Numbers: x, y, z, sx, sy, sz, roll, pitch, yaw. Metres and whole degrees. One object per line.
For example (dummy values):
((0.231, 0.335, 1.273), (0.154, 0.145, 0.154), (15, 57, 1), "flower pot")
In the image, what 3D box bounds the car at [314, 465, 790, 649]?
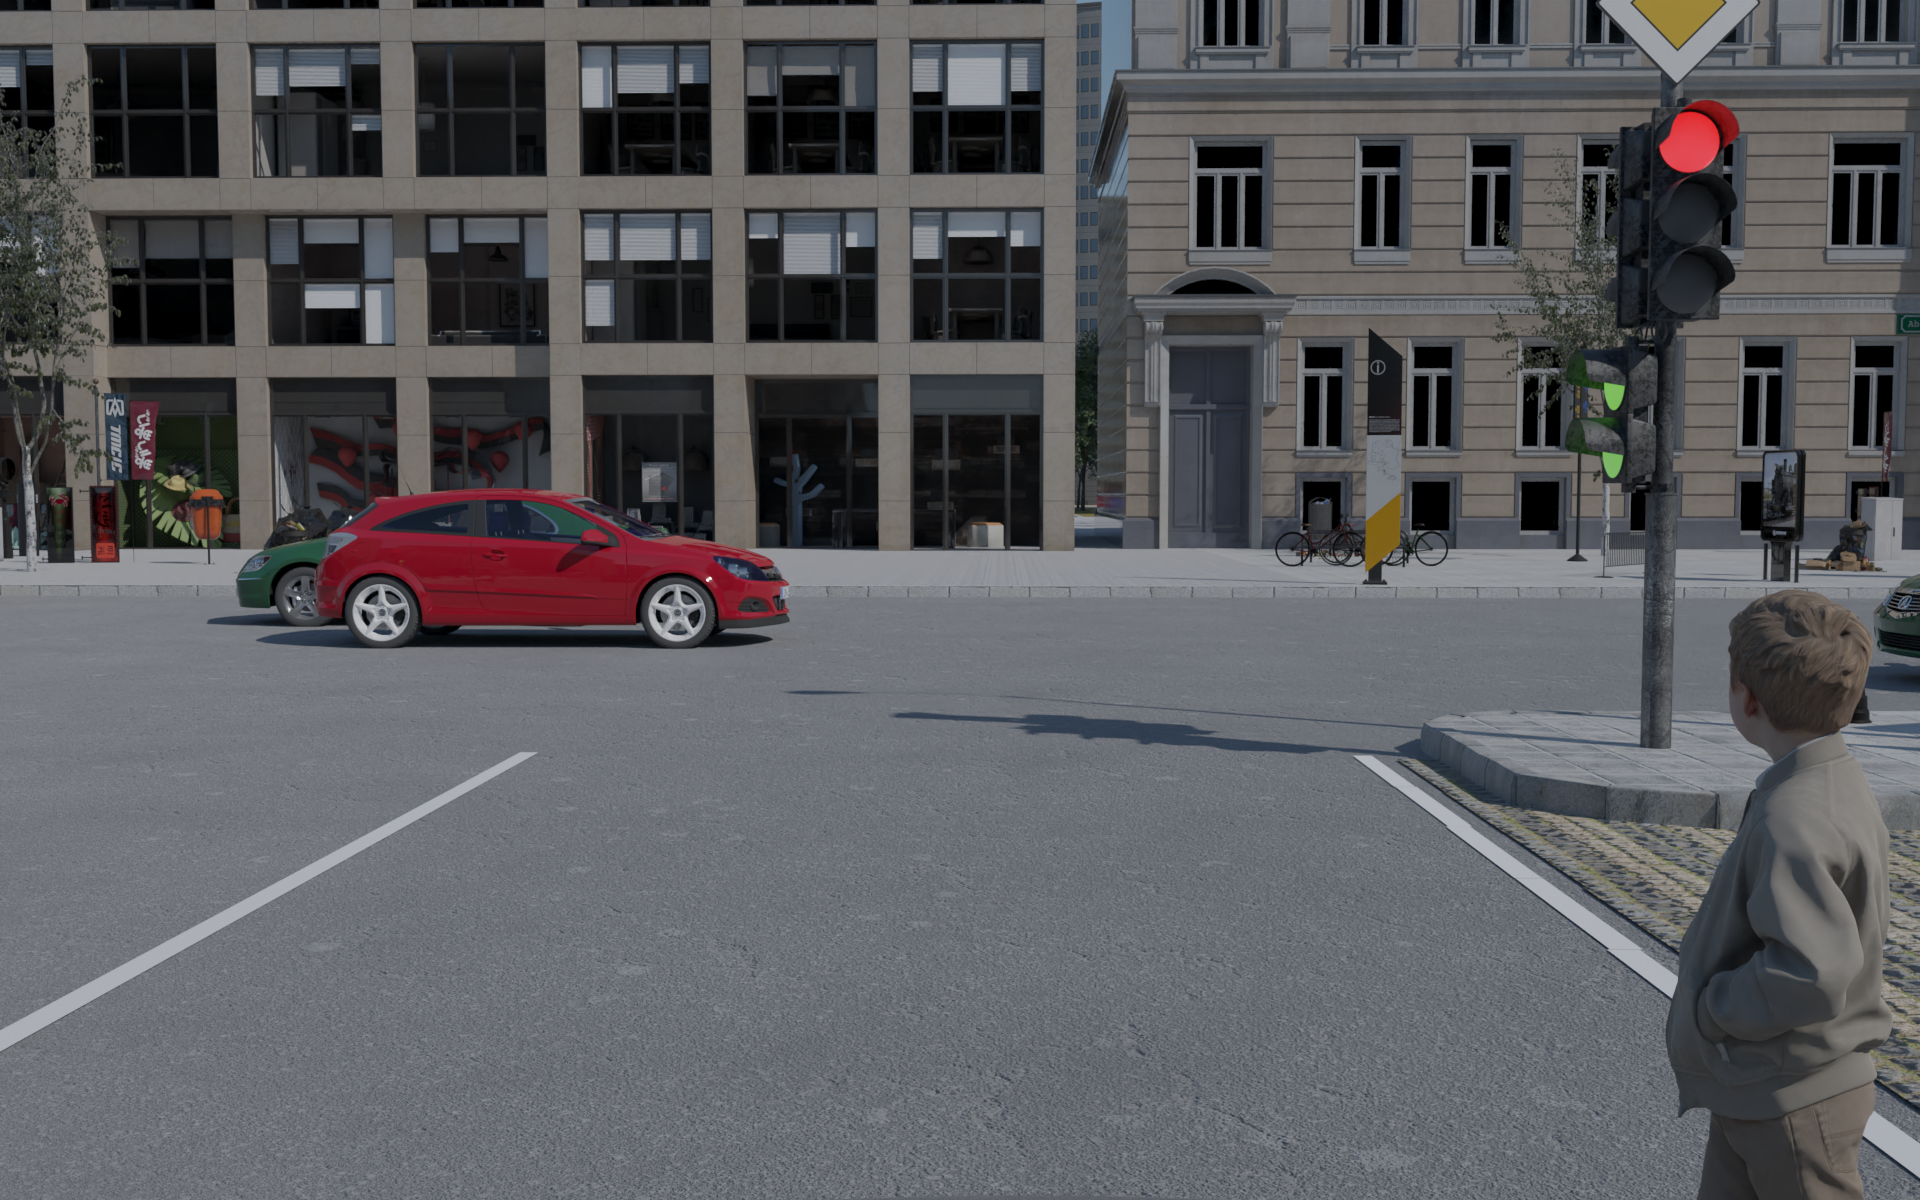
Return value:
((-3.902, -0.477, 16.839), (4.494, 1.783, 2.155), (0, 4, 1), "car")

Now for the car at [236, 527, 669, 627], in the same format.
((-5.617, -0.472, 19.522), (4.920, 1.459, 2.131), (0, 4, 0), "car")

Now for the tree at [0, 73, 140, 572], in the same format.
((-15.340, -4.758, 28.155), (4.360, 8.622, 3.978), (0, 3, 0), "tree")

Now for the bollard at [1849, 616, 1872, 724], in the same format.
((5.019, 0.384, 9.758), (0.229, 0.601, 0.229), (0, 3, 0), "bollard")

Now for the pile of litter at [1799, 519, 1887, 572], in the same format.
((14.875, -0.933, 29.222), (1.176, 0.858, 1.719), (0, 4, 5), "pile of litter")

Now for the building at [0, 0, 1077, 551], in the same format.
((-14.188, -14.899, 48.108), (34.151, 26.468, 19.350), (0, 4, 1), "building")

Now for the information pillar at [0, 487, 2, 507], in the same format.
((-21.018, -2.032, 37.717), (0.304, 2.012, 0.304), (0, 4, -1), "information pillar")

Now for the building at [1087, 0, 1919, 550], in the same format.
((13.667, -15.876, 45.481), (20.117, 28.700, 13.634), (0, 4, 1), "building")

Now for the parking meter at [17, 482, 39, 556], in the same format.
((-19.220, -1.670, 35.719), (0.372, 1.533, 0.369), (0, 3, 0), "parking meter")

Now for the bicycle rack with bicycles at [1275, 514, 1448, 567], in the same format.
((7.290, -1.090, 31.201), (2.925, 0.926, 2.852), (1, 4, 18), "bicycle rack with bicycles")

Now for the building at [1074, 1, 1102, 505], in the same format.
((20.314, -40.639, 206.439), (28.212, 58.520, 21.231), (0, 4, 1), "building")

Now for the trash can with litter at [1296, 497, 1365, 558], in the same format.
((7.816, -1.507, 35.692), (2.233, 1.210, 1.678), (-1, 4, -19), "trash can with litter")

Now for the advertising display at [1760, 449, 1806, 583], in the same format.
((12.075, -1.237, 25.436), (0.123, 1.923, 0.974), (0, 4, -4), "advertising display")

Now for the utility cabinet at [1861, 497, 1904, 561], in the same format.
((17.772, -1.359, 33.386), (1.020, 1.237, 0.306), (-2, 4, -35), "utility cabinet")

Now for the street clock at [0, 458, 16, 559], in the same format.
((-18.950, -1.821, 34.343), (0.358, 2.002, 0.471), (1, 4, 9), "street clock")

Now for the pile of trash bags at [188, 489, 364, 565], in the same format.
((-12.567, -1.387, 32.428), (3.447, 1.369, 1.912), (-2, 4, -28), "pile of trash bags")

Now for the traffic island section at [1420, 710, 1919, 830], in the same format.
((3.549, 0.826, 8.782), (2.009, 0.180, 2.903), (0, 4, 1), "traffic island section")

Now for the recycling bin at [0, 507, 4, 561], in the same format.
((-18.653, -1.236, 32.758), (0.722, 1.027, 0.722), (0, 4, 7), "recycling bin")

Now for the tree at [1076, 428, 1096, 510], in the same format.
((9.783, -12.702, 142.094), (8.767, 10.594, 7.601), (-1, 4, -15), "tree")

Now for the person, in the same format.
((1.127, 0.638, 2.349), (0.640, 1.303, 0.475), (1, 4, 17), "person")

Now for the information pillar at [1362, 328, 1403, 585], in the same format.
((5.962, -2.023, 24.425), (0.504, 3.616, 0.183), (1, 4, 12), "information pillar")

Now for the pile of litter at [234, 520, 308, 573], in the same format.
((-10.995, -0.888, 28.491), (1.719, 0.858, 1.176), (0, 4, -7), "pile of litter")

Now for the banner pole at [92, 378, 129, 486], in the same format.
((-18.546, -2.920, 37.763), (0.401, 3.779, 0.863), (3, 5, 43), "banner pole")

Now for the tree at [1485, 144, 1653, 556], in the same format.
((13.212, -5.228, 35.841), (4.360, 8.622, 3.978), (0, 3, 0), "tree")

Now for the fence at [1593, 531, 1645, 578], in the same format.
((10.528, -0.726, 27.254), (0.278, 0.683, 2.069), (3, 5, 42), "fence")

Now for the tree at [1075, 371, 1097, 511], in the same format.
((9.307, -12.468, 129.602), (9.928, 11.665, 9.643), (0, 3, 0), "tree")

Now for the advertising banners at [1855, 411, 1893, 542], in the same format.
((19.870, -2.537, 37.669), (0.090, 3.025, 2.074), (1, 4, 10), "advertising banners")

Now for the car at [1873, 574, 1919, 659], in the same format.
((9.462, -0.071, 12.959), (4.920, 1.459, 2.131), (0, 4, 0), "car")

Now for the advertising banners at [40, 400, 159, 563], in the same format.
((-15.980, -2.205, 32.239), (2.074, 3.025, 0.090), (-1, 4, -14), "advertising banners")

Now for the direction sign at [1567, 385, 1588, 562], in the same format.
((11.776, -2.503, 32.928), (0.379, 3.537, 0.876), (2, 4, 35), "direction sign")

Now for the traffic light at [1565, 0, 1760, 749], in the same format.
((3.509, -1.208, 8.669), (0.839, 4.253, 0.868), (0, 4, 1), "traffic light")

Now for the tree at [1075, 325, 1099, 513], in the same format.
((9.356, -12.128, 115.300), (9.611, 12.733, 9.660), (0, 3, 0), "tree")
